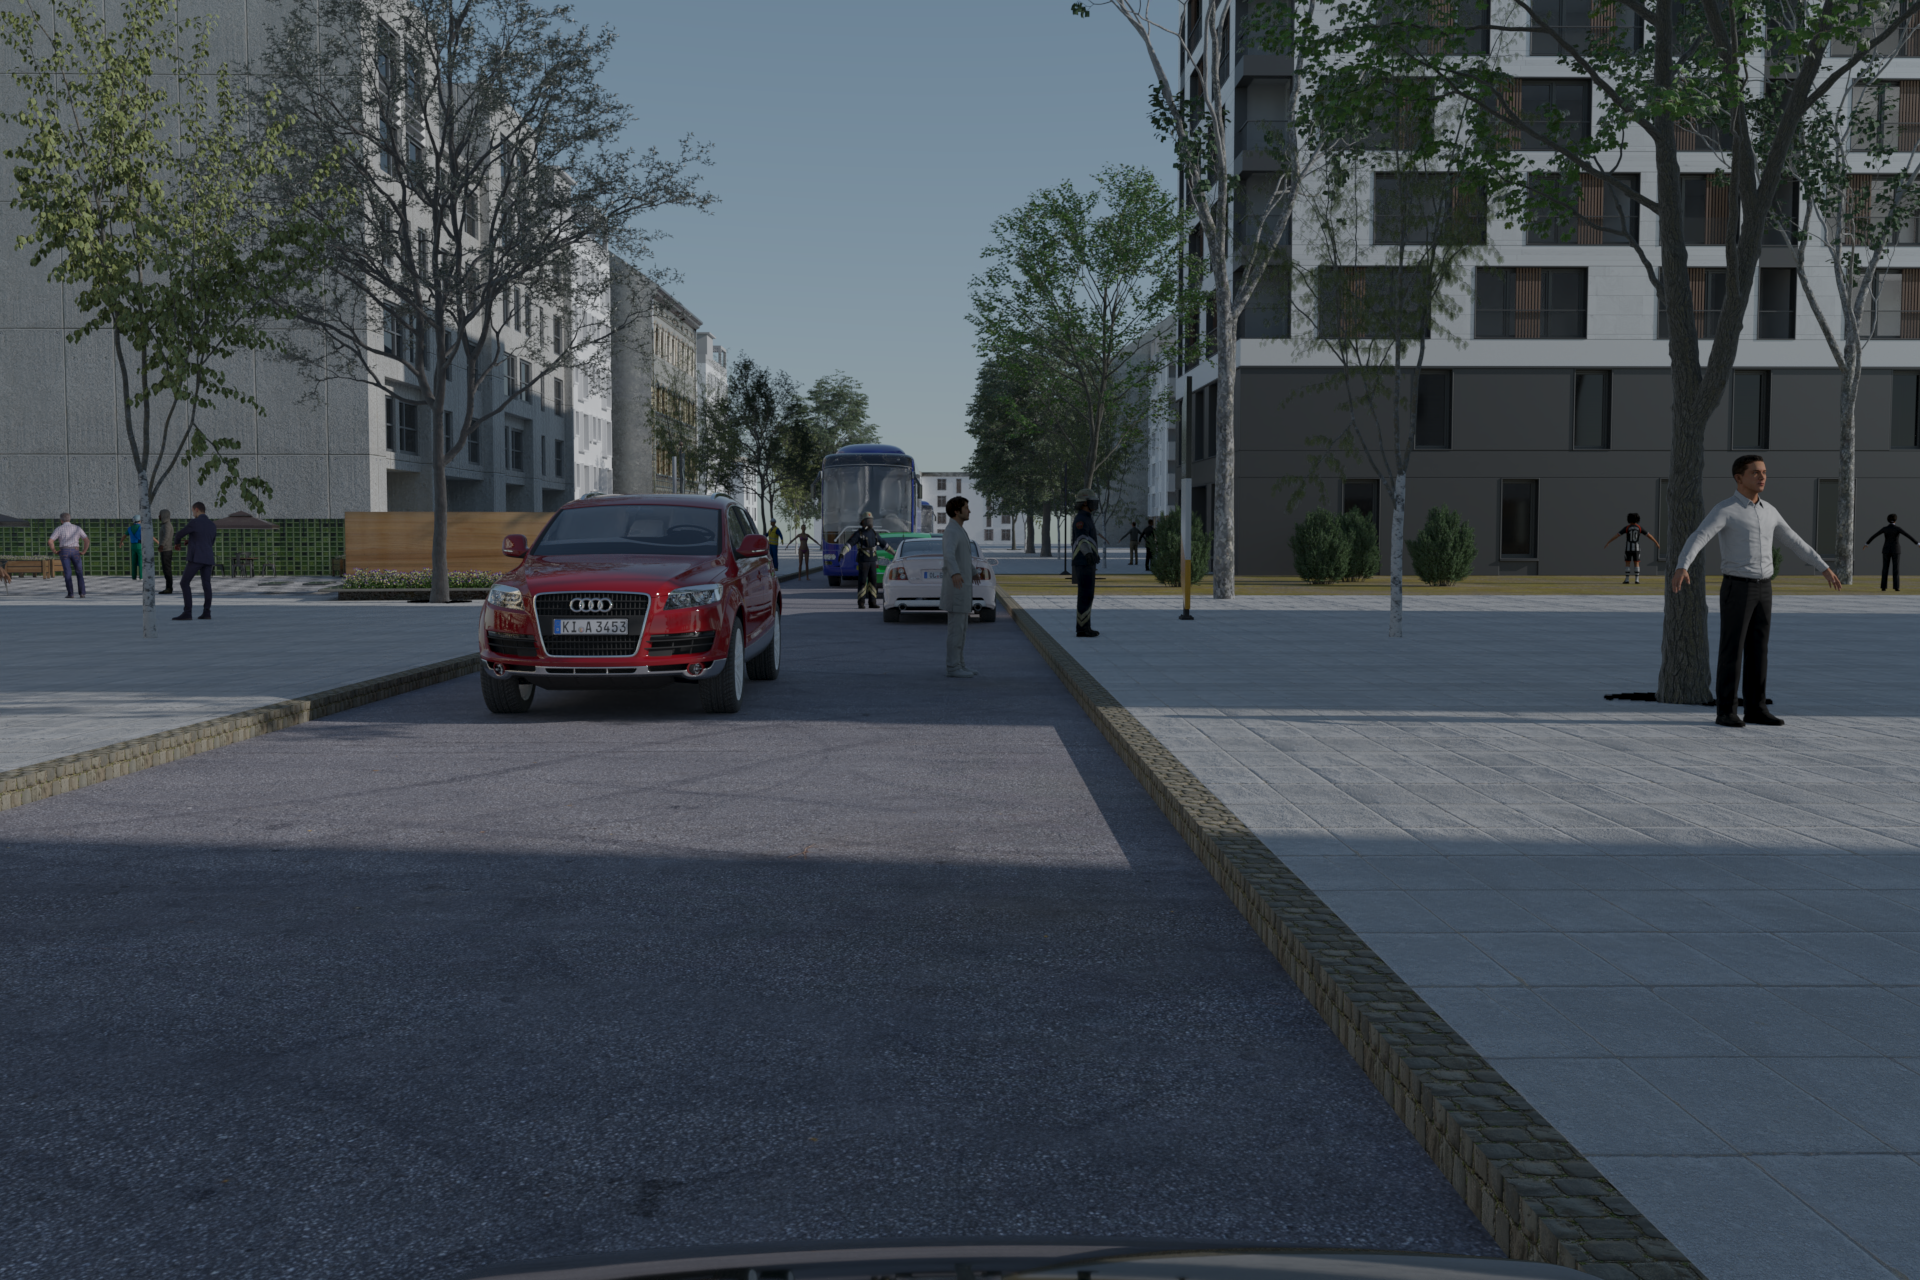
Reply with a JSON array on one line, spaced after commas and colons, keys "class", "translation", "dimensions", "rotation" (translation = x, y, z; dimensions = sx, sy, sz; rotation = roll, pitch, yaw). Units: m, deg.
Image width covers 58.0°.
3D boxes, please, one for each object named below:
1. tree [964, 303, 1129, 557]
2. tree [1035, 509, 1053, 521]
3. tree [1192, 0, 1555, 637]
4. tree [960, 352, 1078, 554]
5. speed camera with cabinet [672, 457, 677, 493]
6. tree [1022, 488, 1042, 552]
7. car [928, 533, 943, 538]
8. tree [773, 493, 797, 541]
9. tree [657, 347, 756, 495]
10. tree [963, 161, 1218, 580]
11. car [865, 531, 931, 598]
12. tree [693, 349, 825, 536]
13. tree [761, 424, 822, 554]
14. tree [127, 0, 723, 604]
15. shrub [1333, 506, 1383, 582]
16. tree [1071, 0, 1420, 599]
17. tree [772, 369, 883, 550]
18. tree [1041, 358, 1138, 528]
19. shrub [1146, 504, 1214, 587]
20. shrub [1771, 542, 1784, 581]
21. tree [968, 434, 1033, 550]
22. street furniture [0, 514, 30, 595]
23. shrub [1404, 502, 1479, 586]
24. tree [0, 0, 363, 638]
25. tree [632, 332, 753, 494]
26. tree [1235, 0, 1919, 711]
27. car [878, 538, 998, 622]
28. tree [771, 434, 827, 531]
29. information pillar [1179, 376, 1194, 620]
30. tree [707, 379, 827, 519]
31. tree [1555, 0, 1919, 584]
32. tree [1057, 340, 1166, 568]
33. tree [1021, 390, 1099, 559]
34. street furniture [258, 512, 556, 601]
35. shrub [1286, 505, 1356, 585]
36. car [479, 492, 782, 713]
[{"class": "tree", "translation": [4.899, -11.668, 97.435], "dimensions": [9.857, 13.997, 8.962], "rotation": [0, 3, 0]}, {"class": "tree", "translation": [11.762, -17.377, 234.470], "dimensions": [4.737, 8.622, 4.395], "rotation": [0, 3, 0]}, {"class": "tree", "translation": [5.514, -4.327, 21.111], "dimensions": [4.360, 8.622, 3.978], "rotation": [0, 3, 0]}, {"class": "tree", "translation": [4.608, -12.687, 114.092], "dimensions": [9.857, 13.997, 8.962], "rotation": [0, 3, 0]}, {"class": "speed camera with cabinet", "translation": [-7.472, -3.099, 45.008], "dimensions": [0.660, 3.252, 2.038], "rotation": [0, 4, 1]}, {"class": "tree", "translation": [4.763, -10.641, 124.341], "dimensions": [4.737, 8.622, 4.395], "rotation": [0, 3, 0]}, {"class": "car", "translation": [-1.347, -4.290, 78.943], "dimensions": [1.959, 1.807, 4.718], "rotation": [0, 4, -1]}, {"class": "tree", "translation": [-22.797, -17.099, 229.923], "dimensions": [4.737, 8.622, 4.395], "rotation": [0, 3, 0]}, {"class": "tree", "translation": [-9.853, -7.211, 68.266], "dimensions": [4.360, 8.622, 3.978], "rotation": [0, 3, 0]}, {"class": "tree", "translation": [3.693, -7.513, 48.599], "dimensions": [9.928, 11.665, 9.643], "rotation": [0, 3, 0]}, {"class": "car", "translation": [-1.305, -1.921, 40.207], "dimensions": [1.959, 1.807, 4.718], "rotation": [0, 4, -2]}, {"class": "tree", "translation": [-10.175, -9.378, 87.738], "dimensions": [7.601, 10.594, 8.767], "rotation": [0, 4, -1]}, {"class": "tree", "translation": [-10.708, -9.807, 110.704], "dimensions": [4.737, 8.622, 4.395], "rotation": [0, 3, 0]}, {"class": "tree", "translation": [-9.596, -7.440, 32.012], "dimensions": [12.009, 13.543, 11.850], "rotation": [0, 3, 0]}, {"class": "shrub", "translation": [10.543, -2.599, 46.527], "dimensions": [1.661, 2.075, 1.752], "rotation": [0, 3, 0]}, {"class": "tree", "translation": [6.368, -10.820, 32.794], "dimensions": [12.611, 20.169, 13.585], "rotation": [0, 3, 0]}, {"class": "tree", "translation": [-10.674, -13.983, 135.271], "dimensions": [9.857, 13.997, 8.962], "rotation": [0, 3, 0]}, {"class": "tree", "translation": [5.449, -7.333, 70.256], "dimensions": [4.360, 8.622, 3.978], "rotation": [0, 3, 0]}, {"class": "shrub", "translation": [5.316, -2.296, 41.963], "dimensions": [1.690, 2.028, 1.600], "rotation": [0, 3, 0]}, {"class": "shrub", "translation": [21.274, -2.126, 45.885], "dimensions": [1.383, 1.207, 1.383], "rotation": [0, 3, 0]}, {"class": "tree", "translation": [4.376, -12.988, 138.103], "dimensions": [9.928, 11.665, 9.643], "rotation": [0, 3, 0]}, {"class": "street furniture", "translation": [-33.581, -1.906, 36.199], "dimensions": [27.439, 1.986, 14.083], "rotation": [2, 4, 26]}, {"class": "shrub", "translation": [11.849, -2.358, 42.597], "dimensions": [1.661, 2.075, 1.752], "rotation": [0, 3, 0]}, {"class": "tree", "translation": [-9.789, -4.324, 21.055], "dimensions": [4.737, 8.622, 4.395], "rotation": [0, 3, 0]}, {"class": "tree", "translation": [-10.293, -6.897, 63.131], "dimensions": [4.360, 8.622, 3.978], "rotation": [0, 3, 0]}, {"class": "tree", "translation": [5.686, -5.332, 12.931], "dimensions": [9.928, 11.665, 9.643], "rotation": [0, 3, 0]}, {"class": "car", "translation": [-0.368, -1.049, 29.515], "dimensions": [2.083, 1.381, 4.827], "rotation": [0, 4, -1]}, {"class": "tree", "translation": [-10.621, -10.400, 120.398], "dimensions": [4.360, 8.622, 3.978], "rotation": [0, 3, 0]}, {"class": "information pillar", "translation": [3.394, -2.116, 25.957], "dimensions": [0.183, 3.616, 0.504], "rotation": [0, 4, -1]}, {"class": "tree", "translation": [-11.016, -10.124, 99.938], "dimensions": [7.601, 10.594, 8.767], "rotation": [1, 4, 10]}, {"class": "tree", "translation": [21.257, -11.526, 44.345], "dimensions": [12.611, 20.169, 13.585], "rotation": [0, 3, 0]}, {"class": "tree", "translation": [5.416, -7.017, 65.097], "dimensions": [4.360, 8.622, 3.978], "rotation": [0, 3, 0]}, {"class": "tree", "translation": [5.008, -8.386, 87.468], "dimensions": [4.360, 8.622, 3.978], "rotation": [0, 3, 0]}, {"class": "street furniture", "translation": [-9.066, -1.782, 35.988], "dimensions": [11.010, 1.723, 9.812], "rotation": [-1, 4, -13]}, {"class": "shrub", "translation": [9.175, -2.422, 44.015], "dimensions": [1.690, 2.028, 1.600], "rotation": [0, 3, 0]}, {"class": "car", "translation": [-2.783, -0.420, 15.535], "dimensions": [2.281, 1.827, 5.304], "rotation": [0, 4, 0]}]
